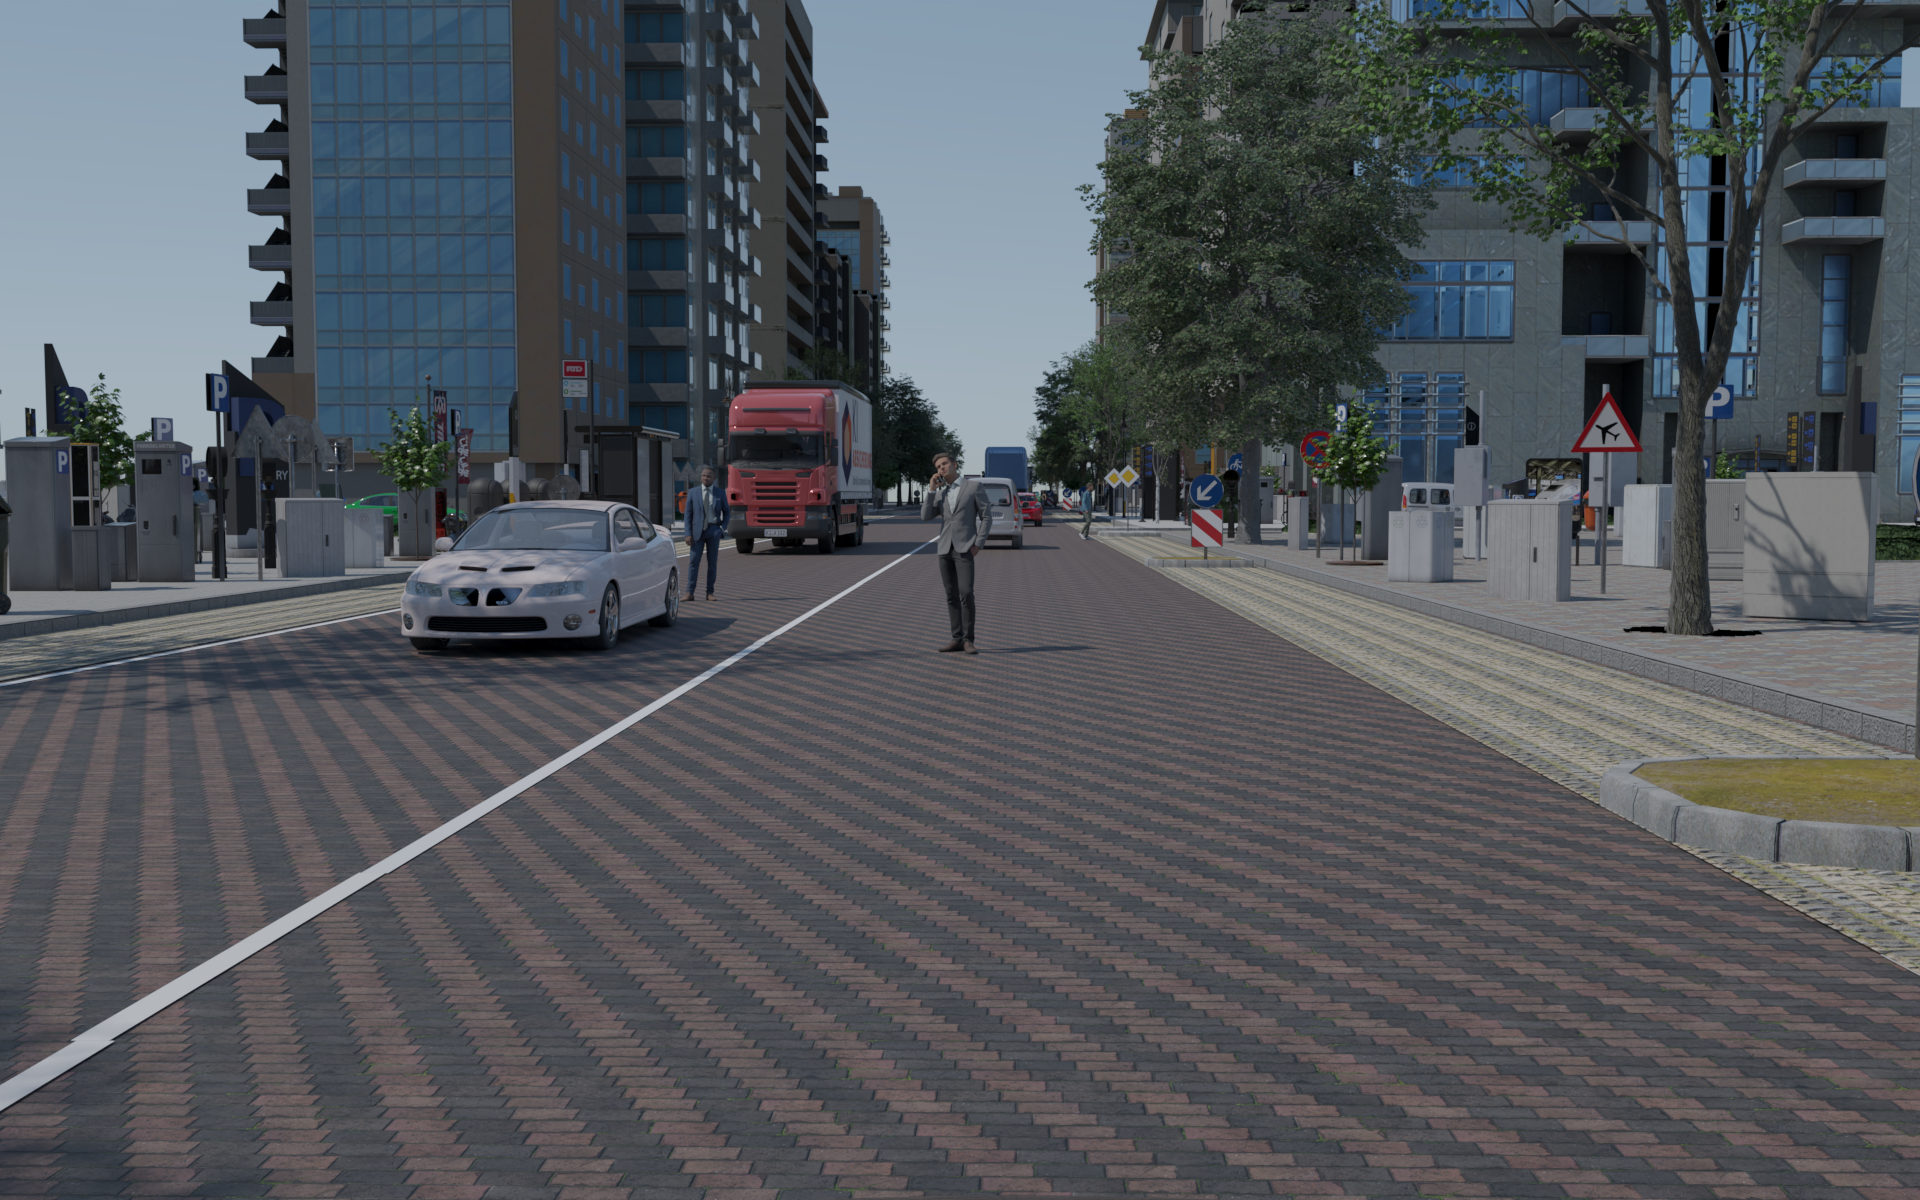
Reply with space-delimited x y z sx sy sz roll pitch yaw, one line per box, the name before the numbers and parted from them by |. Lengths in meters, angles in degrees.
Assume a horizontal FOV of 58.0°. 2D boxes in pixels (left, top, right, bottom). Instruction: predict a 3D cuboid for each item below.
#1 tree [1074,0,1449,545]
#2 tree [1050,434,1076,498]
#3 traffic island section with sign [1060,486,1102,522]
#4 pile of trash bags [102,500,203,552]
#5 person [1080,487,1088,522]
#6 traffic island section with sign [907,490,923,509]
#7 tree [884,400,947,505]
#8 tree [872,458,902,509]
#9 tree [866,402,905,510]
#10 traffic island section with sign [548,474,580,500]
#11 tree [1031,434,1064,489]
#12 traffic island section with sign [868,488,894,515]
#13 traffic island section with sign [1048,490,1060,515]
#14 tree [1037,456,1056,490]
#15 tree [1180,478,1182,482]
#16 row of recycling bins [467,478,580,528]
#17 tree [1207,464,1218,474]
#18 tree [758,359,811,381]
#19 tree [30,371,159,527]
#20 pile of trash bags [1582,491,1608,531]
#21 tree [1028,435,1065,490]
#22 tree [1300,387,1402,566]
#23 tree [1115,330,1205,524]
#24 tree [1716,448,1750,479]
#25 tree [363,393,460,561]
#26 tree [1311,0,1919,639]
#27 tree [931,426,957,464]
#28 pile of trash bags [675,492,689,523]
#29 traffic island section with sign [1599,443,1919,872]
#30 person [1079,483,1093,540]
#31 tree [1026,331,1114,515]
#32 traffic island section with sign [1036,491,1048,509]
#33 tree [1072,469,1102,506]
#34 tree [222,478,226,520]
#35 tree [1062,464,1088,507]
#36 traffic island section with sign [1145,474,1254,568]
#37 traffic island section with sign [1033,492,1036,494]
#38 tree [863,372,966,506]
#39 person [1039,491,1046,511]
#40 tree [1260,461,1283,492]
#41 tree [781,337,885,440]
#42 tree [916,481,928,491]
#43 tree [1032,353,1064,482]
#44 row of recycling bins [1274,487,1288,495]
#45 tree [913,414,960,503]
tree | 7.321 -8.387 43.779 9.857 13.997 8.962 0 3 0
tree | 12.551 -15.360 201.498 4.737 8.622 4.395 0 3 0
traffic island section with sign | 6.292 -4.928 89.204 1.989 1.847 2.006 0 4 2
pile of trash bags | -17.878 -1.649 36.712 1.912 1.369 3.447 1 4 16
person | 6.354 -4.812 87.269 0.391 1.810 0.635 2 4 34
traffic island section with sign | -4.072 -9.649 166.384 1.989 1.847 2.006 0 4 2
tree | -5.876 -17.720 206.733 9.611 12.733 9.660 0 3 0
tree | -6.585 -10.102 148.878 4.285 4.588 4.351 0 3 0
tree | -6.813 -11.615 140.269 4.360 8.622 3.978 0 3 0
traffic island section with sign | -7.932 -1.571 34.322 1.989 1.847 2.006 0 4 2
tree | 14.674 -21.461 269.010 7.486 12.596 7.792 0 3 0
traffic island section with sign | -5.510 -6.639 117.175 1.989 1.847 2.006 0 4 2
traffic island section with sign | 7.111 -6.623 116.907 1.989 1.847 2.006 0 4 2
tree | 13.725 -18.979 260.672 4.360 8.622 3.978 0 3 0
tree | 11.432 -6.294 97.506 1.663 3.219 1.824 0 3 0
row of recycling bins | -11.121 -2.279 44.380 1.069 1.692 3.534 2 4 30
tree | 16.424 -7.095 110.600 1.663 3.219 1.824 0 3 0
tree | -9.623 -8.744 93.320 4.737 8.622 4.395 0 3 0
tree | -13.417 -1.998 27.274 1.663 3.219 1.824 0 3 0
pile of trash bags | 15.852 -1.807 39.289 3.447 1.369 1.912 0 4 1
tree | 15.291 -22.891 291.267 9.611 12.733 9.660 0 3 0
tree | 7.177 -2.254 31.448 1.663 3.219 1.824 0 3 0
tree | 8.815 -7.621 74.974 4.360 8.622 3.978 0 3 0
tree | 31.756 -4.748 72.230 1.663 3.219 1.824 0 3 0
tree | -10.423 -2.370 33.355 1.663 3.219 1.824 0 3 0
tree | 6.852 -5.498 15.652 9.928 11.665 9.643 0 3 0
tree | -4.070 -20.272 257.195 9.928 11.665 9.643 0 3 0
pile of trash bags | -13.454 -4.069 76.277 3.447 1.369 1.912 -2 4 -31
traffic island section with sign | 3.919 0.072 7.453 1.989 1.847 2.006 0 4 2
person | 3.953 -2.759 53.951 0.444 1.785 0.601 2 4 34
tree | 9.468 -11.141 107.914 9.928 11.665 9.643 0 3 0
traffic island section with sign | 8.537 -9.632 166.104 1.989 1.847 2.006 0 4 2
tree | 9.962 -8.539 134.222 1.663 3.219 1.824 0 3 0
tree | -35.920 -5.573 85.717 1.663 3.219 1.824 0 3 0
tree | 11.563 -11.559 172.704 4.285 4.588 4.351 0 3 0
traffic island section with sign | 4.703 -1.576 34.397 1.989 1.847 2.006 0 4 2
traffic island section with sign | 9.332 -11.280 193.047 1.989 1.847 2.006 0 4 2
tree | -6.218 -16.739 180.339 9.857 13.997 8.962 0 3 0
person | 7.105 -8.518 148.493 0.721 1.735 1.217 -2 4 -24
tree | 17.836 -6.423 99.615 1.663 3.219 1.824 0 3 0
tree | -8.324 -10.375 104.043 8.767 10.594 7.601 2 4 34
tree | -5.360 -16.247 216.007 4.737 8.622 4.395 0 3 0
tree | 11.148 -15.193 155.067 9.857 13.997 8.962 0 3 0
row of recycling bins | 19.022 -6.018 105.501 3.534 1.692 1.069 -1 4 -21
tree | -5.309 -20.103 239.052 12.009 13.543 11.850 0 3 0
